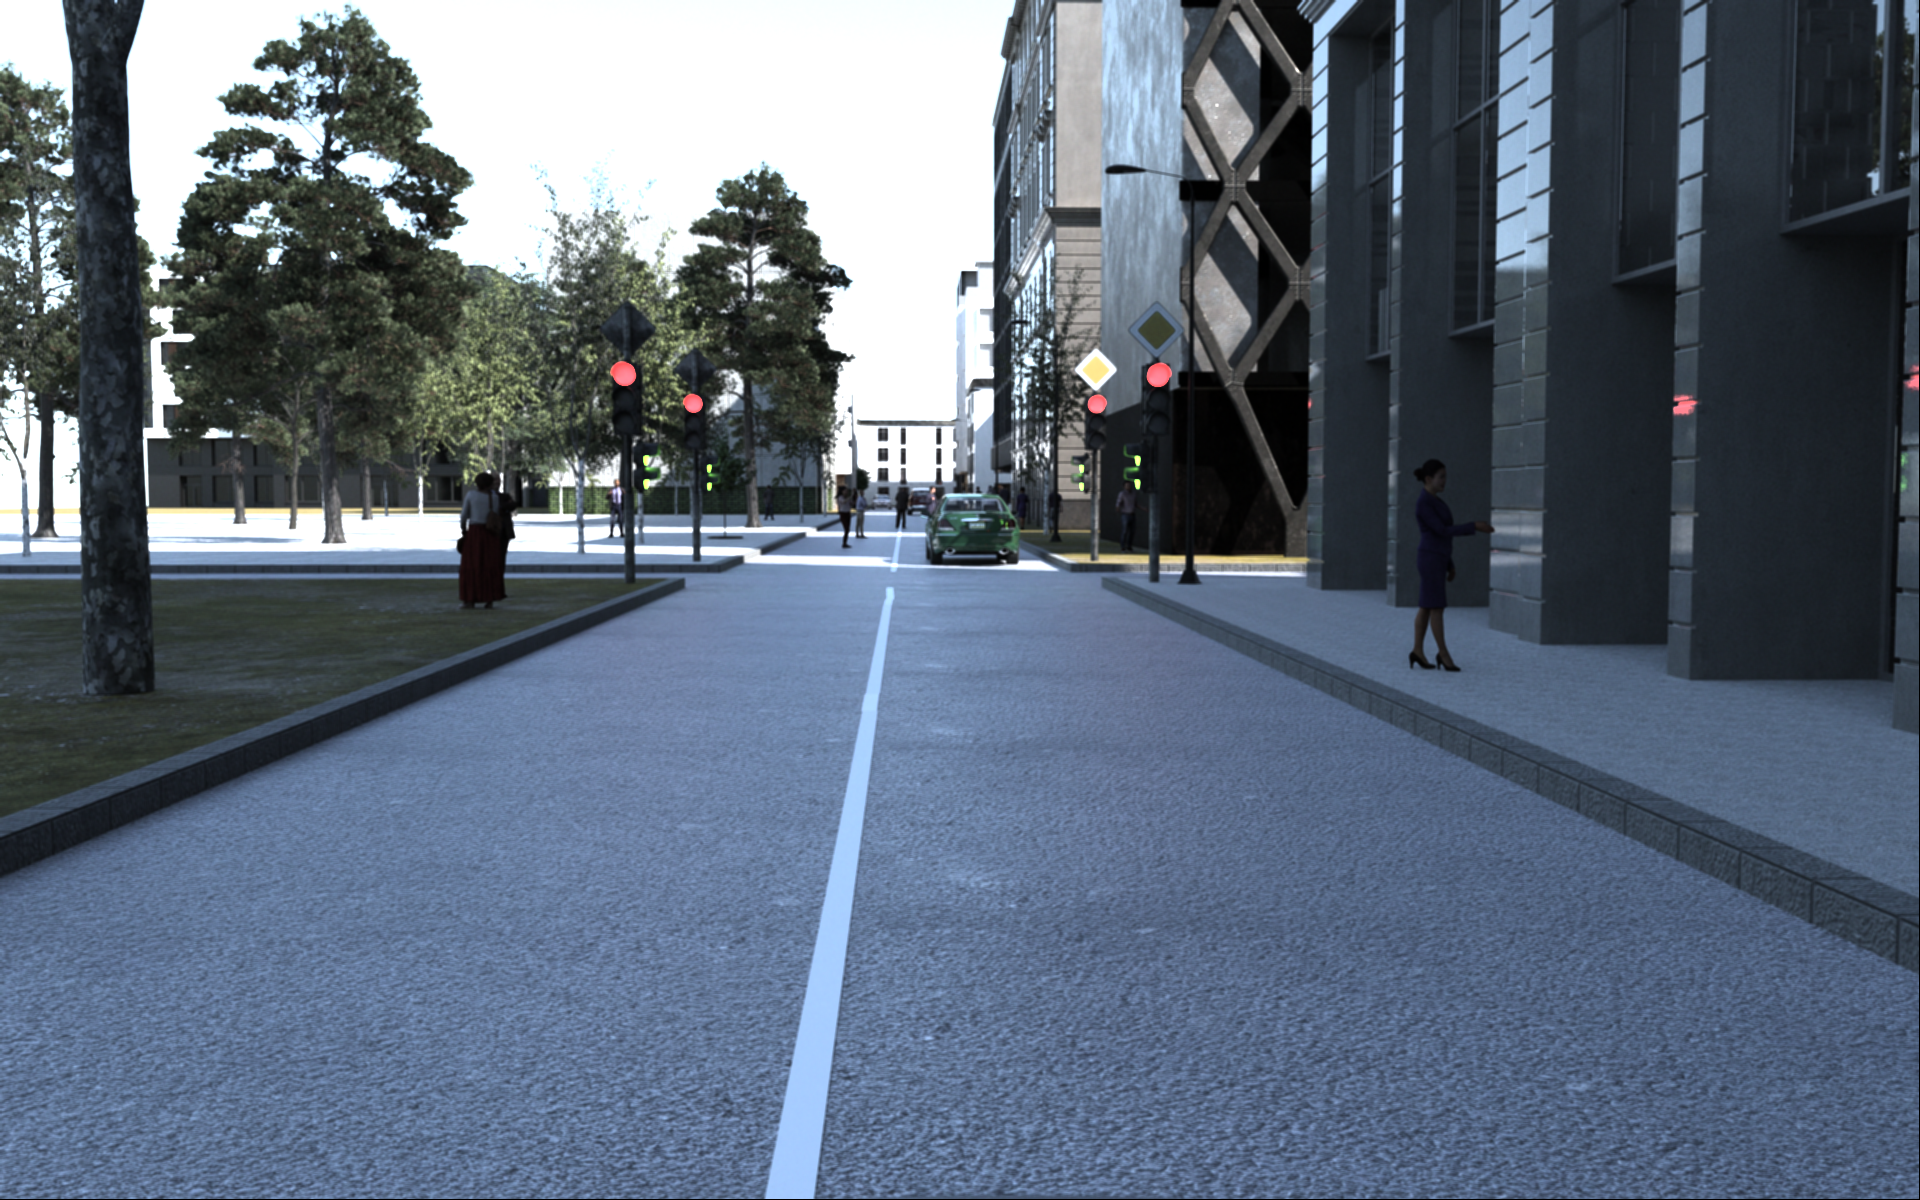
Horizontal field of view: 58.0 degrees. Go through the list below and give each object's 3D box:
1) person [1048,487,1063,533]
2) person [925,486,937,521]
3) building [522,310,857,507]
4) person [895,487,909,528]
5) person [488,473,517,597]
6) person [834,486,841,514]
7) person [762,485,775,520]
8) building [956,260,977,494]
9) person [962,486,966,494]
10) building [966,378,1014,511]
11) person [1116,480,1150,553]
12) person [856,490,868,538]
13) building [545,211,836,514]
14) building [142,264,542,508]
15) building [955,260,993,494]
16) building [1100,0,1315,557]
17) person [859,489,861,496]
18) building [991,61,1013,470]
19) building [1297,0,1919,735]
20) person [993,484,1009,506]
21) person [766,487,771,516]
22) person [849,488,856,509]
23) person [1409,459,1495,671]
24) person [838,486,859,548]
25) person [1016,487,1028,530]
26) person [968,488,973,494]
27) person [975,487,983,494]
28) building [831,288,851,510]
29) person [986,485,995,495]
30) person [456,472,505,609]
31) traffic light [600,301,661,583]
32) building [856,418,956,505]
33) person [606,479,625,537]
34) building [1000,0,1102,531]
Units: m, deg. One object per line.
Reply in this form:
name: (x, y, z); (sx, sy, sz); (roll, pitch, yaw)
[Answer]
person: (3.055, -2.993, 57.185); (0.569, 1.553, 0.471); (3, 5, 44)
person: (-1.005, -3.123, 60.489); (0.541, 1.710, 0.530); (-3, 5, -42)
building: (-26.424, -18.821, 174.187); (31.486, 18.905, 16.747); (0, 4, -2)
person: (-2.449, -3.904, 73.013); (0.565, 1.739, 0.600); (-1, 4, -21)
person: (-5.715, -0.805, 21.467); (0.482, 1.546, 0.388); (-3, 5, -40)
person: (-7.709, -6.377, 110.335); (0.705, 1.821, 1.348); (1, 4, 16)
person: (-9.496, -4.844, 86.062); (0.655, 1.722, 0.431); (0, 4, -6)
building: (13.491, -19.830, 168.196); (27.936, 21.610, 32.646); (0, 4, -2)
person: (0.243, -6.984, 120.309); (0.705, 1.814, 1.350); (0, 4, 2)
building: (5.465, -11.227, 125.716); (9.099, 9.664, 28.070); (0, 4, -2)
person: (3.678, -1.823, 37.809); (0.963, 1.587, 0.435); (-3, 4, -38)
person: (-3.215, -2.805, 56.425); (0.319, 1.574, 0.516); (-2, 4, -25)
building: (-17.952, -15.771, 124.315); (16.747, 18.905, 31.486); (0, 4, -2)
building: (-58.771, -19.810, 167.866); (32.646, 21.610, 27.936); (0, 4, -2)
building: (7.669, -17.710, 145.975); (16.016, 20.091, 11.380); (0, 4, -2)
building: (12.635, -10.624, 41.156); (16.811, 18.784, 16.820); (0, 4, -2)
person: (-9.816, -10.158, 172.644); (0.721, 1.766, 1.217); (-1, 4, -15)
building: (9.392, -18.529, 96.455); (14.314, 27.812, 24.014); (0, 4, -2)
building: (10.638, -14.133, 8.563); (11.434, 29.767, 29.804); (0, 4, -2)
person: (1.812, -3.970, 71.874); (0.541, 1.710, 0.530); (-1, 4, -23)
person: (-11.239, -5.842, 102.109); (0.434, 1.755, 0.990); (0, 4, 0)
person: (-9.386, -9.039, 153.795); (1.348, 1.831, 0.705); (3, 5, 44)
person: (3.561, -0.255, 12.582); (0.546, 1.535, 0.453); (0, 4, 7)
person: (-2.987, -2.221, 46.279); (0.517, 1.644, 0.566); (-1, 4, -17)
person: (2.200, -3.262, 61.751); (0.453, 1.535, 0.546); (-1, 4, -20)
person: (0.807, -6.476, 112.641); (0.721, 1.743, 1.217); (0, 4, 6)
person: (1.100, -6.068, 105.964); (0.504, 1.737, 0.576); (3, 5, 45)
building: (-18.265, -18.386, 157.035); (16.016, 20.091, 11.380); (0, 4, -2)
person: (1.625, -5.261, 92.721); (0.621, 1.740, 0.551); (2, 4, 28)
person: (-5.375, -0.666, 19.405); (0.523, 1.526, 0.387); (-1, 4, -12)
traffic light: (-4.746, -2.180, 24.883); (0.839, 4.213, 0.868); (0, 4, -2)
building: (-11.359, -15.523, 195.940); (28.070, 9.664, 9.099); (0, 4, -2)
person: (-10.127, -2.707, 51.128); (0.655, 1.722, 0.431); (-1, 4, -12)
building: (8.525, -16.798, 71.917); (12.463, 27.353, 25.104); (0, 4, -2)
